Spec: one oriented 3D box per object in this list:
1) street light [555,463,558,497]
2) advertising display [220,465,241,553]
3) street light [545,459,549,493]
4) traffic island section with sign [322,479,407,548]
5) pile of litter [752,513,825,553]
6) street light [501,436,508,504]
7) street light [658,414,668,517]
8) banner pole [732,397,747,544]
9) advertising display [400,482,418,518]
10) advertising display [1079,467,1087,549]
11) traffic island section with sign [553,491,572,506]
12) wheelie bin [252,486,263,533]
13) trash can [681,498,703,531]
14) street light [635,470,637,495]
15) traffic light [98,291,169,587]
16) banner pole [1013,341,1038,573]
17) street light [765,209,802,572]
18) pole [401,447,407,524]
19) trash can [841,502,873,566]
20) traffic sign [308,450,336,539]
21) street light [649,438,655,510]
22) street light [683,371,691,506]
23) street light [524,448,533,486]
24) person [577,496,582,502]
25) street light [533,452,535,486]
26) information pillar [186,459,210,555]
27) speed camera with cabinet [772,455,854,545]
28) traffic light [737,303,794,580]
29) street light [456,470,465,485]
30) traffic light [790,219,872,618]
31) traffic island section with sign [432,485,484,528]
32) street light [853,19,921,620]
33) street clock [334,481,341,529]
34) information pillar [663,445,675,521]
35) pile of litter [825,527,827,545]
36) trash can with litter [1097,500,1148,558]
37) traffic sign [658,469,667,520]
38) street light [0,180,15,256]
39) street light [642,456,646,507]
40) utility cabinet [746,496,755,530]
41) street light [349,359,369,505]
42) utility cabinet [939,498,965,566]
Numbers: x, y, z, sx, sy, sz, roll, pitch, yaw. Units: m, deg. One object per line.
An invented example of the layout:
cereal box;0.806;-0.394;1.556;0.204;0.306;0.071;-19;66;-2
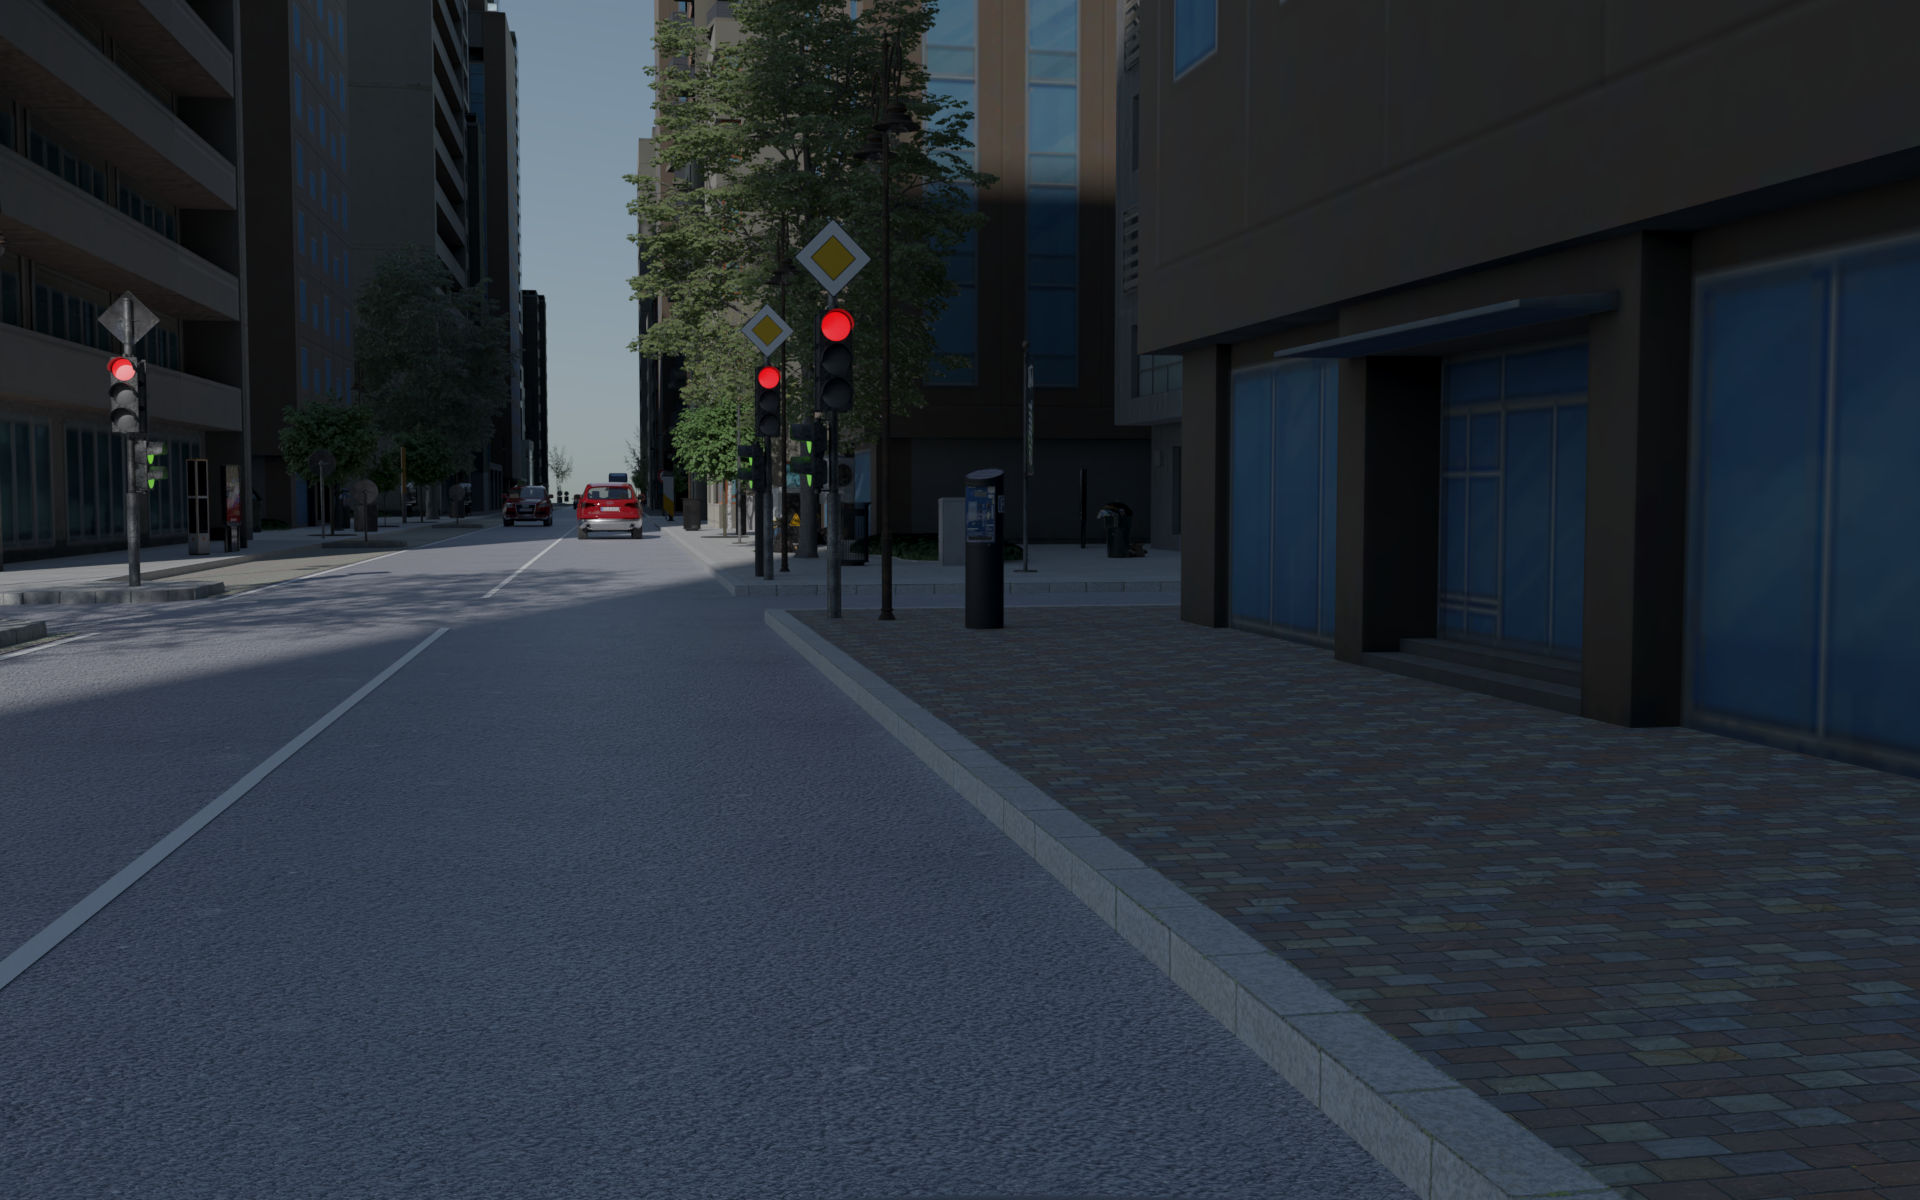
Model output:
street light;-58.218;-16.968;250.208;0.468;5.910;1.993;-1;4;-11
advertising display;-16.122;-2.025;38.317;0.123;1.923;0.974;0;4;-5
street light;-51.251;-14.823;215.140;0.468;5.910;1.993;-1;4;-11
traffic island section with sign;-15.920;-2.311;46.409;1.989;1.847;2.006;-1;4;-11
pile of litter;-3.936;-1.487;38.277;1.176;0.858;1.719;-2;4;-30
street light;-35.277;-9.866;134.101;0.468;5.910;1.993;-1;4;-11
street light;-17.876;-8.035;104.160;0.468;5.910;1.993;-1;4;-11
banner pole;-5.750;-3.360;44.955;0.401;3.779;0.863;-1;4;-12
advertising display;-29.991;-5.445;94.246;0.974;1.923;0.123;1;4;13
advertising display;2.917;-2.194;41.081;0.123;1.923;0.974;0;4;1
traffic island section with sign;-46.878;-11.905;203.272;1.989;1.847;2.006;-1;4;-11
wheelie bin;-23.577;-3.035;57.530;0.693;1.594;0.980;-2;4;-35
trash can;-9.316;-2.969;60.188;0.748;1.137;0.748;0;3;0
street light;-40.944;-15.162;220.689;0.468;5.910;1.993;-1;4;-11
traffic light;-11.462;-2.145;23.984;0.839;4.253;0.868;-1;4;-11
banner pole;1.112;-2.331;28.130;0.401;3.779;0.863;-1;4;-9
street light;-2.897;-3.405;28.457;0.468;5.910;1.993;-1;4;-11
pole;-24.209;-4.987;75.382;0.158;3.312;0.155;0;3;0
trash can;-1.937;-1.183;31.003;0.748;1.137;0.748;0;3;0
traffic sign;-18.290;-3.032;49.681;0.768;2.556;0.104;0;4;-6
street light;-24.667;-10.153;138.789;0.468;5.910;1.993;-1;4;-11
street light;-10.002;-5.576;63.959;0.468;5.910;1.993;-1;4;-11
street light;-42.134;-11.983;168.712;0.468;5.910;1.993;-1;4;-11
person;-23.823;-6.248;110.660;1.348;1.822;0.705;-1;4;-10
street light;-44.439;-12.705;180.520;0.468;5.910;1.993;-1;4;-11
information pillar;-15.985;-1.947;36.333;0.304;2.012;0.304;2;4;27
speed camera with cabinet;-3.529;-2.863;41.154;2.038;3.252;0.660;-2;4;-33
traffic light;-2.869;-2.249;25.689;0.839;4.253;0.868;-1;4;-11
street light;-28.354;-7.716;98.940;0.468;5.910;1.993;-1;4;-11
traffic light;-1.323;-1.770;17.855;0.839;4.253;0.868;-1;4;-11
traffic island section with sign;-21.159;-3.938;73.007;1.989;1.847;2.006;-1;4;-11
street light;-0.745;-2.735;17.506;0.468;5.910;1.993;-1;4;-11
street clock;-22.632;-3.564;62.837;0.471;2.002;0.358;1;4;12
information pillar;-13.740;-5.528;81.732;0.504;3.616;0.183;0;4;2
pile of litter;-3.853;-1.820;43.721;1.719;0.858;1.176;-1;4;-15
trash can with litter;3.306;-1.447;35.043;0.624;1.170;1.055;3;5;41
traffic sign;-14.498;-5.213;85.338;0.768;2.556;0.104;-1;4;-10
street light;-13.542;-3.132;23.996;0.468;5.910;1.993;-1;4;-11
street light;-31.631;-12.273;173.457;0.468;5.910;1.993;-1;4;-11
utility cabinet;-7.562;-3.142;62.532;0.306;1.237;1.020;-1;4;-23
street light;-20.539;-5.294;59.345;0.468;5.910;1.993;-1;4;-11
utility cabinet;0.141;-1.219;31.094;1.020;1.237;0.306;-1;4;-16
